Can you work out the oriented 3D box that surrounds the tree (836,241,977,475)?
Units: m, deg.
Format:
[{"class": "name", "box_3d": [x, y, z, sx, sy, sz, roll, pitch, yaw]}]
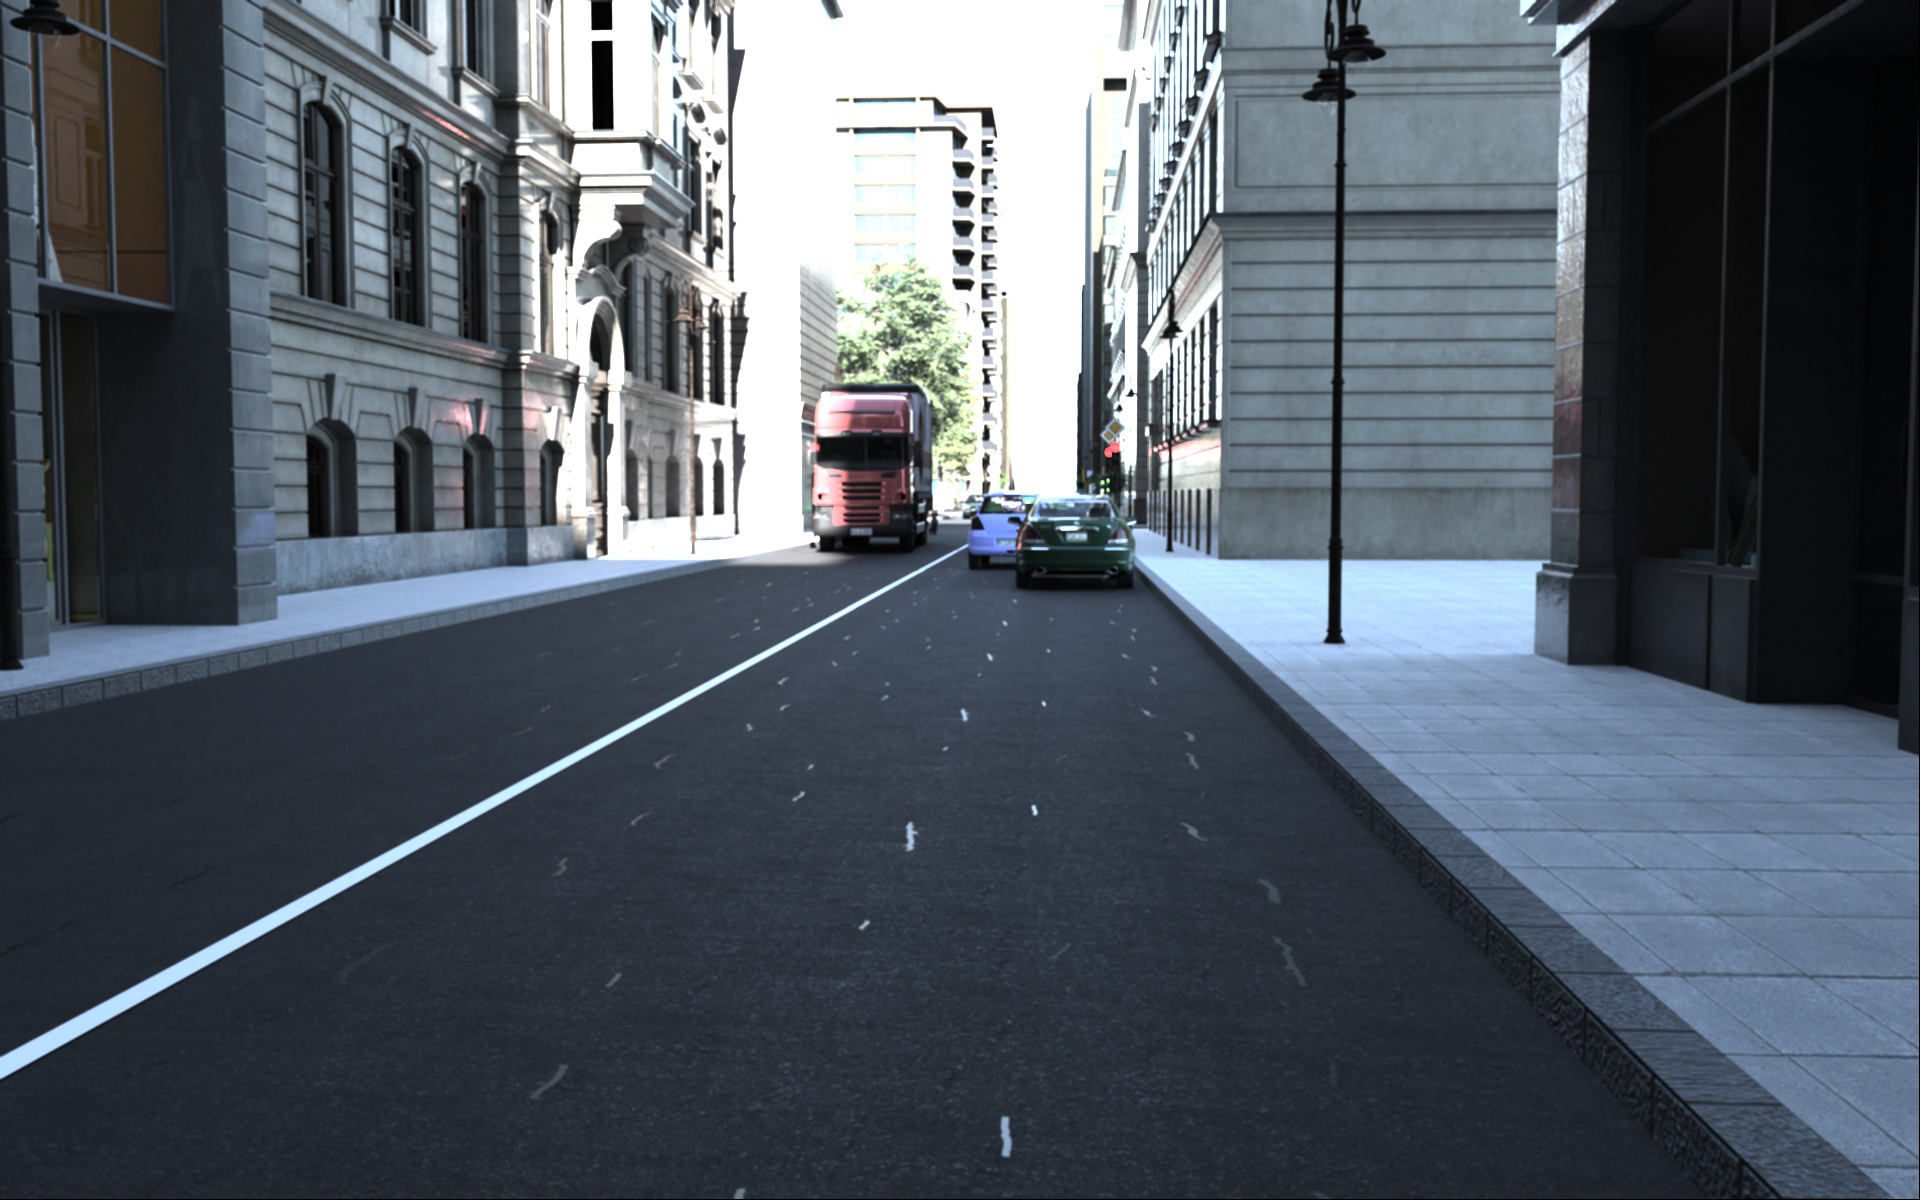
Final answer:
[{"class": "tree", "box_3d": [-3.668, -11.155, 89.043, 9.857, 13.997, 8.962, 0, 3, 0]}]

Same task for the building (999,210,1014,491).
[{"class": "building", "box_3d": [1.484, -38.509, 279.733, 14.600, 45.320, 14.200, 0, 4, 3]}]

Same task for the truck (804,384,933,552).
[{"class": "truck", "box_3d": [-2.211, -3.511, 46.325, 2.839, 4.237, 11.283, 0, 4, 2]}]

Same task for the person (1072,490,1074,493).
[{"class": "person", "box_3d": [9.468, -8.454, 147.167, 0.683, 1.767, 0.568, 0, 4, 4]}]

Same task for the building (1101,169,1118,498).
[{"class": "building", "box_3d": [19.803, -23.510, 156.095, 14.160, 30.474, 14.107, 0, 4, 3]}]

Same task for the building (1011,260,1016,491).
[{"class": "building", "box_3d": [2.316, -37.354, 294.324, 14.154, 41.232, 14.086, 0, 4, 3]}]

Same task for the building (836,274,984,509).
[{"class": "building", "box_3d": [-12.260, -19.412, 162.419, 27.650, 21.520, 28.899, 0, 4, 3]}]

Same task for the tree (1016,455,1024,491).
[{"class": "tree", "box_3d": [9.566, -21.767, 306.254, 4.737, 8.622, 4.395, 0, 3, 0]}]

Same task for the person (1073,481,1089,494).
[{"class": "person", "box_3d": [3.661, -2.702, 52.699, 0.660, 1.820, 0.620, -1, 4, -18]}]

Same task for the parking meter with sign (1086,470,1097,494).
[{"class": "parking meter with sign", "box_3d": [9.666, -7.937, 126.031, 0.543, 3.016, 1.738, -1, 4, -13]}]

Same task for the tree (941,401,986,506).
[{"class": "tree", "box_3d": [0.214, -11.386, 136.526, 4.360, 8.622, 3.978, 0, 3, 0]}]

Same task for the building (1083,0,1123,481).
[{"class": "building", "box_3d": [24.248, -39.753, 191.953, 21.231, 58.520, 28.212, 0, 4, 3]}]

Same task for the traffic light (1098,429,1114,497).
[{"class": "traffic light", "box_3d": [6.095, -5.017, 70.950, 0.839, 4.253, 0.868, 0, 4, 3]}]

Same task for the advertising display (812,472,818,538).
[{"class": "advertising display", "box_3d": [-4.274, -2.803, 51.043, 0.123, 1.923, 0.974, 0, 4, -1]}]

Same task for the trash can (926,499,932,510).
[{"class": "trash can", "box_3d": [-2.465, -7.843, 139.892, 0.748, 1.137, 0.748, 0, 3, 0]}]

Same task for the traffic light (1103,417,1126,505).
[{"class": "traffic light", "box_3d": [5.624, -4.530, 62.979, 0.839, 4.253, 0.868, 0, 4, 3]}]

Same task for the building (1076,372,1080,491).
[{"class": "building", "box_3d": [31.340, -25.346, 259.445, 27.650, 21.520, 28.899, 0, 4, 3]}]

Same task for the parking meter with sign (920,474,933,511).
[{"class": "parking meter with sign", "box_3d": [-2.947, -8.335, 132.538, 1.738, 3.016, 0.543, 0, 3, 0]}]

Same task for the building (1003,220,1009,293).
[{"class": "building", "box_3d": [-0.210, -34.742, 251.618, 14.154, 41.232, 14.086, 0, 4, 3]}]

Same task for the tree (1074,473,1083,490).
[{"class": "tree", "box_3d": [16.546, -15.008, 229.096, 4.285, 4.588, 4.351, 0, 3, 0]}]

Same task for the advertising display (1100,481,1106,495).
[{"class": "advertising display", "box_3d": [6.685, -4.644, 81.150, 0.123, 1.923, 0.974, 0, 4, -4]}]

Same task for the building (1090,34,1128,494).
[{"class": "building", "box_3d": [19.872, -31.804, 170.108, 14.600, 45.320, 14.200, 0, 4, 3]}]

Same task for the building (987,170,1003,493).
[{"class": "building", "box_3d": [-2.387, -32.384, 213.070, 14.154, 41.232, 14.086, 0, 4, 3]}]

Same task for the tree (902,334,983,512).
[{"class": "tree", "box_3d": [-1.675, -12.443, 121.563, 7.486, 12.596, 7.792, 0, 3, 0]}]

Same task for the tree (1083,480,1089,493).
[{"class": "tree", "box_3d": [11.439, -9.351, 147.486, 1.663, 3.219, 1.824, 0, 3, 0]}]

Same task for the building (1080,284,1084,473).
[{"class": "building", "box_3d": [23.485, -28.492, 237.553, 14.160, 30.474, 14.107, 0, 4, 3]}]

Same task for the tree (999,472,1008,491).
[{"class": "tree", "box_3d": [4.626, -14.701, 224.071, 4.285, 4.588, 4.351, 0, 3, 0]}]

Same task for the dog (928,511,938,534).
[{"class": "dog", "box_3d": [-0.860, -2.742, 61.662, 0.513, 0.831, 0.800, 2, 4, 28]}]

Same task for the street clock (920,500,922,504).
[{"class": "street clock", "box_3d": [-2.479, -6.562, 111.858, 0.471, 2.002, 0.358, 2, 4, 25]}]

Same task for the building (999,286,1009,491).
[{"class": "building", "box_3d": [-0.607, -28.481, 237.370, 14.160, 30.474, 14.107, 0, 4, 3]}]

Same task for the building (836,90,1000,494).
[{"class": "building", "box_3d": [-6.989, -32.766, 190.356, 22.147, 44.769, 28.867, 0, 4, 3]}]

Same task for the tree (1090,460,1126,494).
[{"class": "tree", "box_3d": [7.615, -5.564, 85.573, 1.663, 3.219, 1.824, 0, 3, 0]}]
